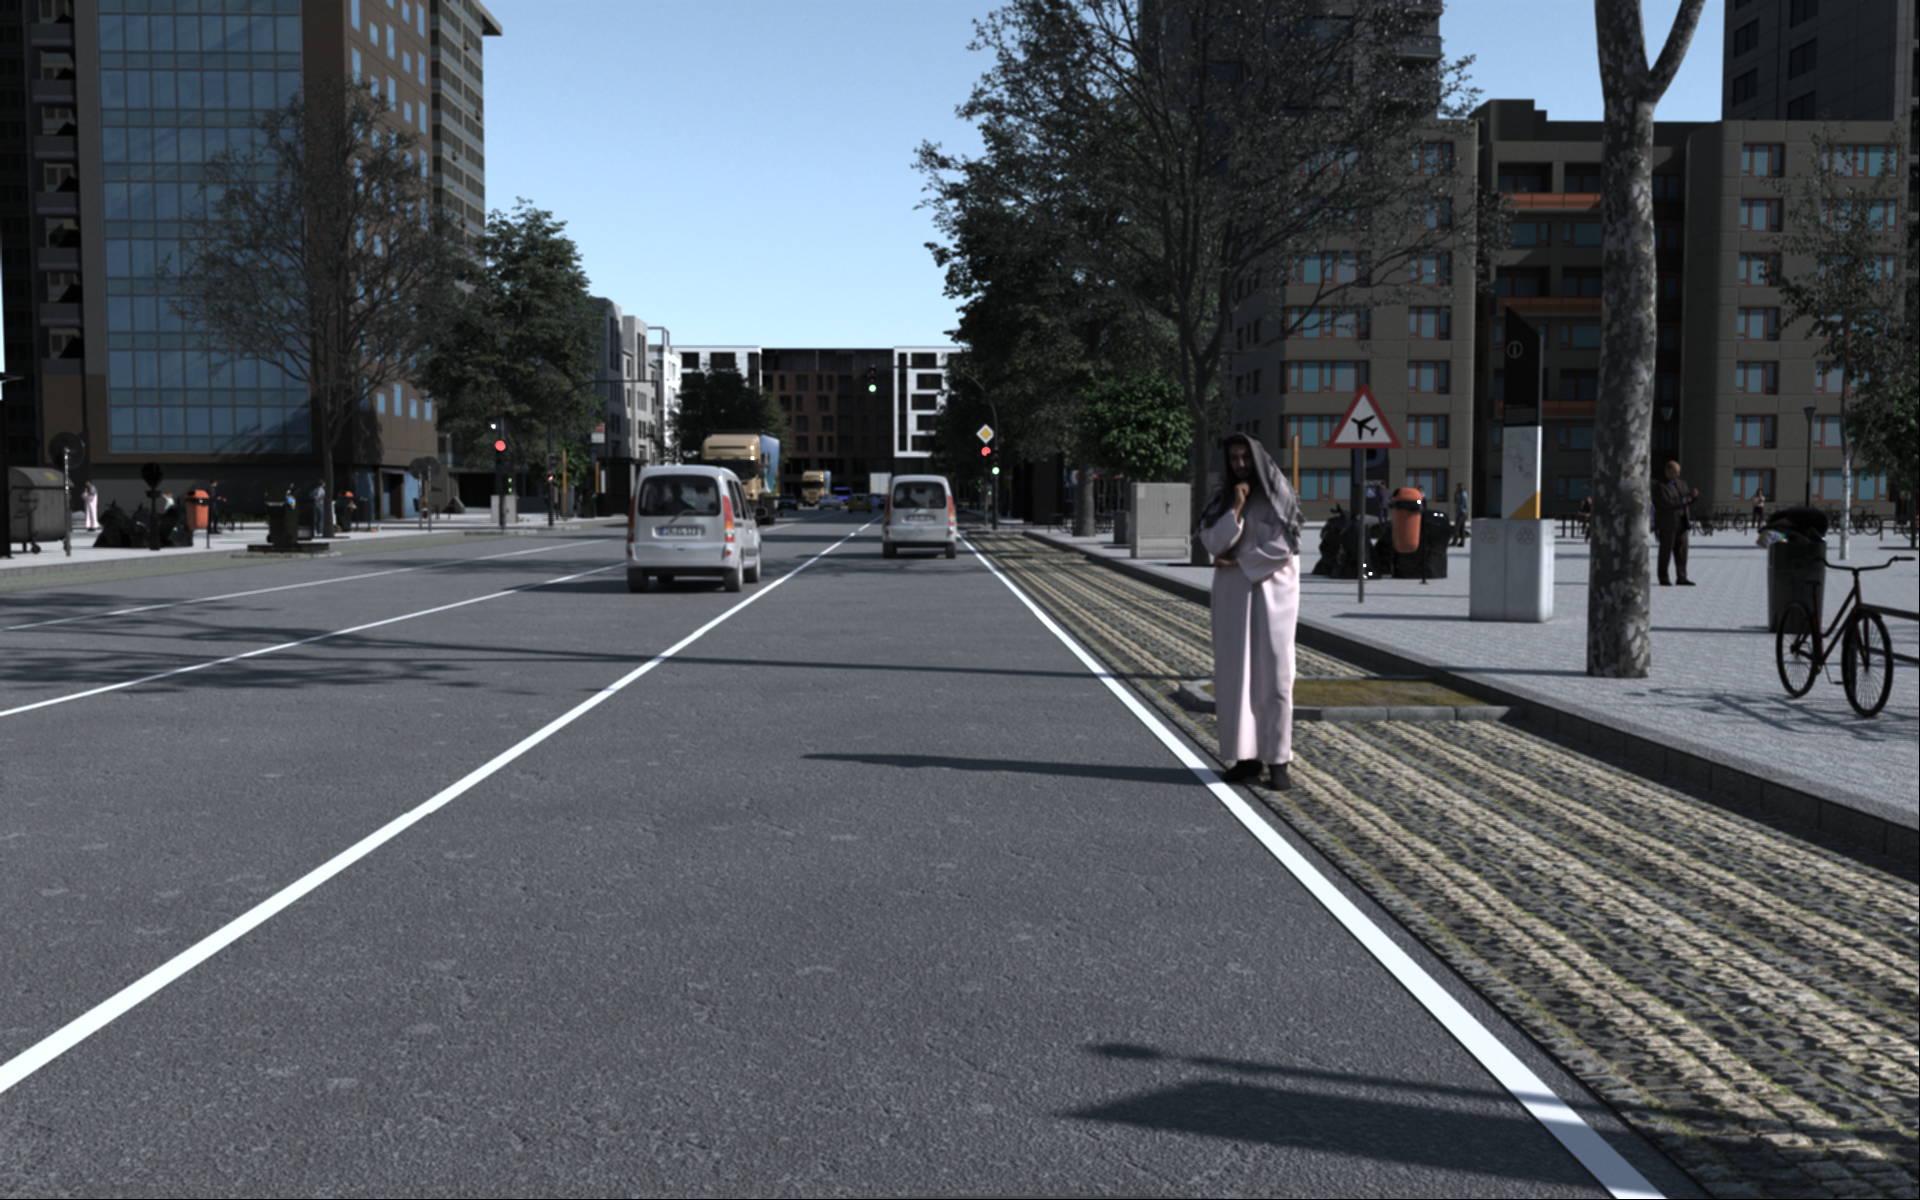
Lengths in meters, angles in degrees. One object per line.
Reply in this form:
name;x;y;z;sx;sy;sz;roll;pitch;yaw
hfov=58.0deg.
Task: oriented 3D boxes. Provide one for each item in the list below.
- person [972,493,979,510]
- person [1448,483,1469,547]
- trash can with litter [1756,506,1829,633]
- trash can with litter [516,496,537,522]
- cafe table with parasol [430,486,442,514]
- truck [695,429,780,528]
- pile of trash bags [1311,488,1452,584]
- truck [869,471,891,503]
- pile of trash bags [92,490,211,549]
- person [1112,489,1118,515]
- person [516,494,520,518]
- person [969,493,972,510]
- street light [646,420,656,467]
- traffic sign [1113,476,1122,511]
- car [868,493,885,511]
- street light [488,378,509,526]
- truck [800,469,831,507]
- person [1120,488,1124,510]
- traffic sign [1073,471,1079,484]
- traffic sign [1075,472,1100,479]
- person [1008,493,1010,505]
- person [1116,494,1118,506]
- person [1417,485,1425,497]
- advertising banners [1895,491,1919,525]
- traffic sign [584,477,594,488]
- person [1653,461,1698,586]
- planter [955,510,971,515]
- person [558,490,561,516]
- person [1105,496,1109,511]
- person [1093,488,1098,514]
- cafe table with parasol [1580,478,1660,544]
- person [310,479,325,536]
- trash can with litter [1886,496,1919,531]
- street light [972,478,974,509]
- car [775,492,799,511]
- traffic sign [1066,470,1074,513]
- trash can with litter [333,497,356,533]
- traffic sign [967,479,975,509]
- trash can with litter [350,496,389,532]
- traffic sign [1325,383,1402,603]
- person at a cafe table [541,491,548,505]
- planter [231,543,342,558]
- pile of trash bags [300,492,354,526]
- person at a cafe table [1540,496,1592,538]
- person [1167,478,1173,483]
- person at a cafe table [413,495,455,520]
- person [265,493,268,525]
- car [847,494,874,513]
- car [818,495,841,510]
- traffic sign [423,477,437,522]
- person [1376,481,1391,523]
person;1.279;-8.129;140.418;0.593;1.643;0.415;-2;4;-27
person;12.035;-2.046;41.706;0.499;1.552;0.429;-3;5;-42
trash can with litter;7.759;-0.295;16.213;0.624;1.170;1.055;1;4;22
trash can with litter;-20.661;-4.286;81.129;1.678;1.210;2.233;-1;4;-12
cafe table with parasol;-30.600;-5.735;98.626;2.610;1.966;2.610;2;4;31
truck;-9.784;-5.413;77.421;2.839;4.237;11.283;0;4;-1
pile of trash bags;6.484;-1.006;26.198;1.912;1.369;3.447;0;4;3
truck;-9.858;-13.897;216.127;2.839;4.237;11.283;0;4;-1
pile of trash bags;-19.052;-1.932;41.341;3.447;1.369;1.912;2;4;31
person;8.912;-5.578;99.462;0.429;1.552;0.499;1;4;18
person;-23.936;-5.260;92.958;0.530;1.710;0.541;-3;4;-36
person;0.889;-8.014;140.987;0.340;1.345;0.435;-1;4;-14
street light;-19.284;-8.271;108.017;0.468;5.910;1.993;0;4;-1
traffic sign;5.458;-3.644;59.579;0.884;2.594;0.081;0;3;0
car;-7.531;-8.704;151.897;1.945;1.707;3.694;0;4;-2
street light;-18.416;-5.902;69.278;0.468;5.910;1.993;0;4;-1
truck;-16.325;-12.701;196.582;2.839;4.237;11.283;0;4;0
person;12.369;-7.663;132.275;0.756;1.711;0.436;-2;4;-33
traffic sign;5.128;-4.426;74.487;0.606;2.300;0.079;0;4;1
traffic sign;4.481;-3.729;60.969;0.884;2.594;0.081;0;4;3
person;3.765;-7.123;126.409;0.435;1.345;0.340;-2;4;-25
person;11.418;-7.233;126.369;0.319;1.574;0.516;-2;4;-27
person;19.263;-3.992;72.779;0.566;1.644;0.517;-1;4;-22
advertising banners;39.366;-4.578;71.034;2.074;3.025;0.090;0;4;-6
traffic sign;-21.713;-6.069;101.365;0.606;2.300;0.079;0;4;8
person;10.028;-1.070;24.217;0.600;1.739;0.565;3;5;42
planter;-0.272;-6.135;121.448;1.991;0.319;1.994;0;4;-1
person;-23.099;-5.637;100.472;0.388;1.546;0.482;1;4;18
person;10.610;-7.259;127.920;0.799;1.438;0.628;1;4;16
person;7.716;-5.515;97.685;0.415;1.643;0.593;0;4;-6
cafe table with parasol;17.094;-2.437;44.709;2.610;1.966;2.610;-1;4;-21
person;-19.338;-2.785;52.293;0.376;1.734;0.841;-2;4;-33
trash can with litter;33.062;-3.020;60.433;1.678;1.210;2.233;2;4;31
street light;1.107;-10.494;144.368;0.468;5.910;1.993;0;4;-1
car;-14.959;-8.583;150.119;2.009;1.686;4.222;0;4;-2
traffic sign;5.965;-5.560;91.014;0.768;2.556;0.104;0;4;-1
trash can with litter;-20.500;-2.811;57.344;0.624;1.170;1.055;0;4;7
traffic sign;0.960;-8.718;142.641;0.768;2.556;0.104;0;4;-1
trash can with litter;-20.647;-2.942;59.161;2.233;1.210;1.678;1;4;20
traffic sign;4.718;-1.242;20.305;0.884;2.594;0.081;0;4;6
person at a cafe table;-33.799;-8.029;139.784;1.698;1.524;1.622;2;4;33
planter;-15.280;-1.128;39.586;1.991;0.319;1.994;0;4;-1
pile of trash bags;-25.647;-3.629;69.079;3.447;1.369;1.912;1;4;19
person at a cafe table;18.222;-2.461;51.102;1.726;1.238;1.698;-2;4;-27
person;7.109;-3.204;58.553;0.434;1.807;0.598;3;5;44
person at a cafe table;-26.625;-4.665;87.126;1.698;1.238;1.726;3;5;43
person;-29.209;-3.860;73.063;0.340;1.345;0.435;-2;4;-32
car;-7.596;-7.423;131.581;2.015;1.641;3.980;0;4;-1
car;-12.155;-9.144;161.867;2.083;1.381;4.827;0;4;0
traffic sign;-21.037;-4.190;68.615;0.768;2.556;0.104;0;4;0
person;14.204;-3.126;58.080;0.541;1.710;0.530;0;4;-6
